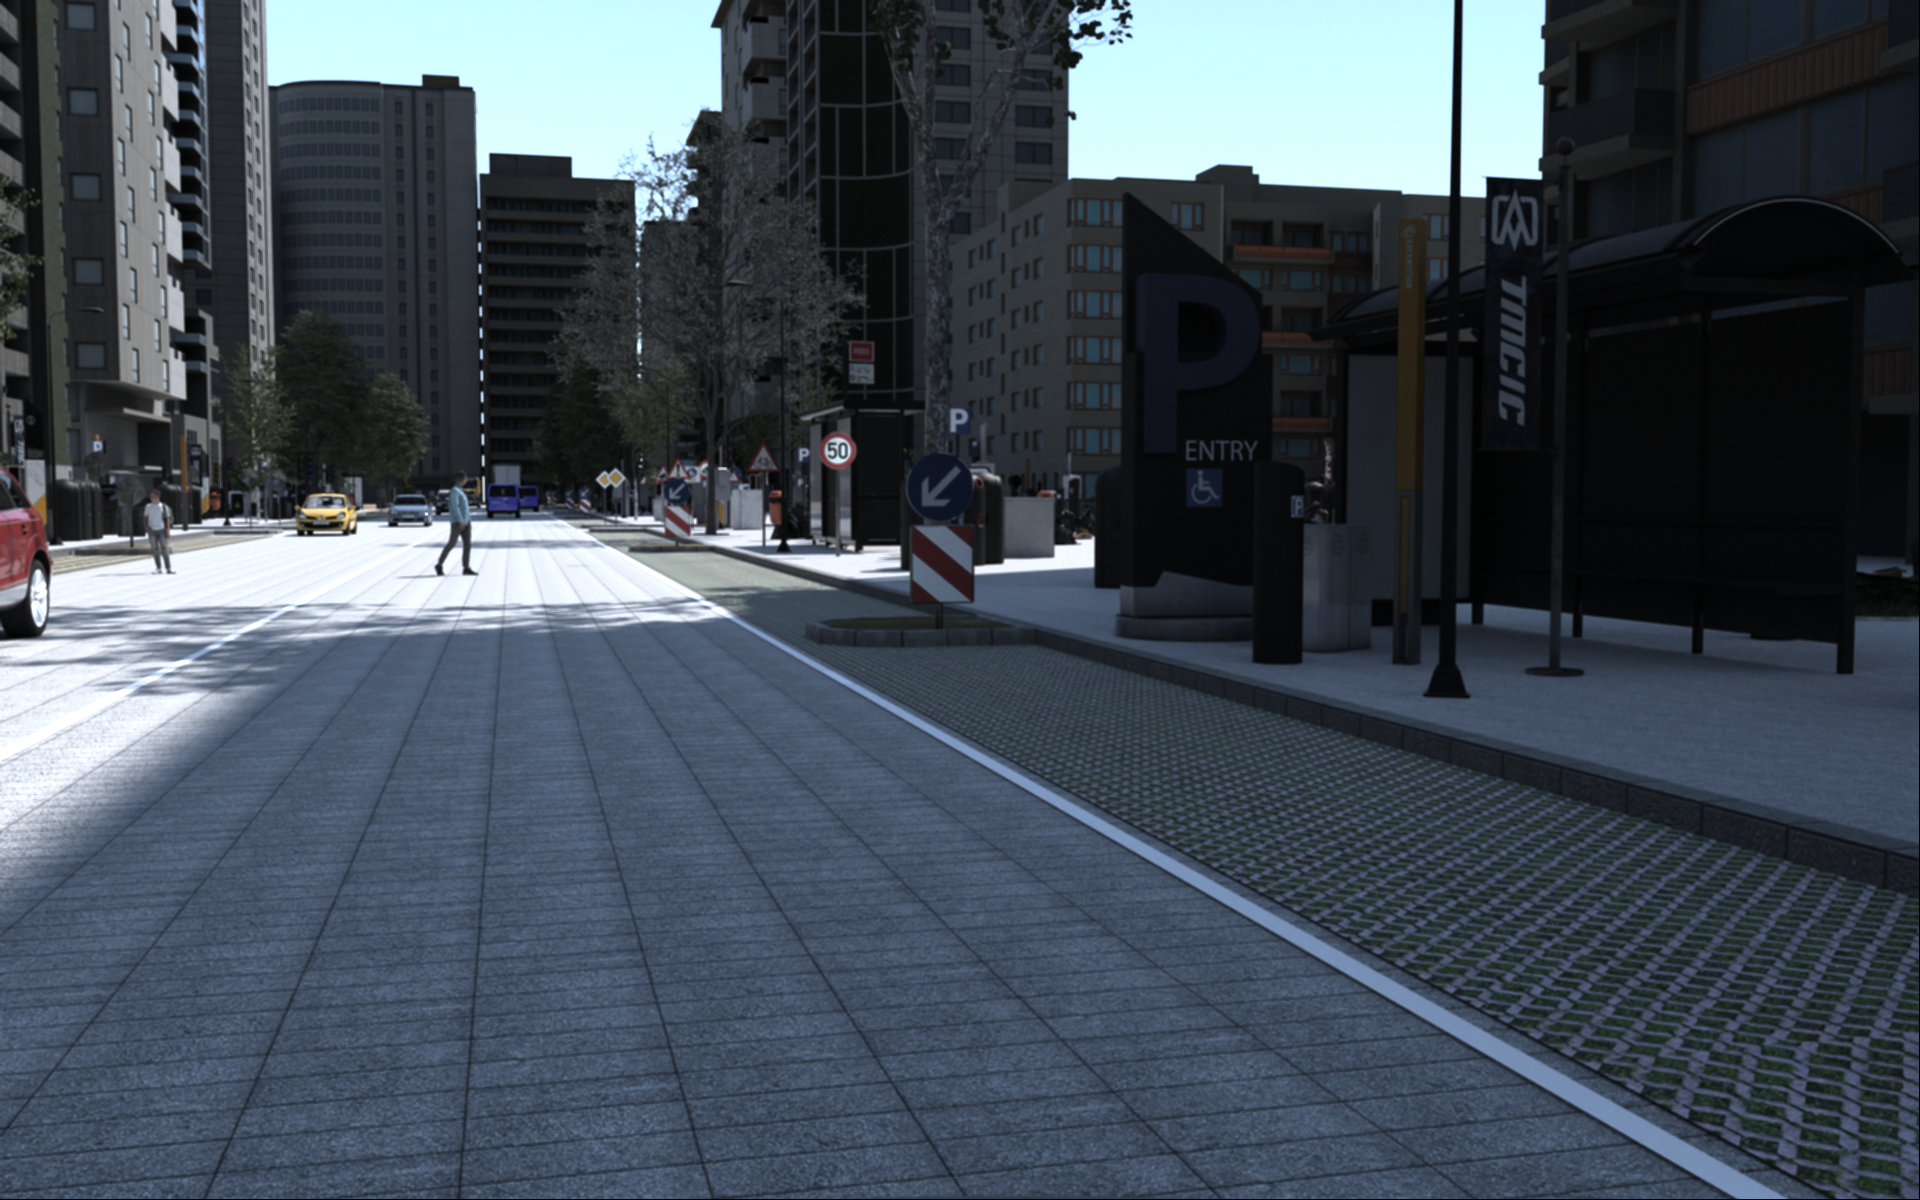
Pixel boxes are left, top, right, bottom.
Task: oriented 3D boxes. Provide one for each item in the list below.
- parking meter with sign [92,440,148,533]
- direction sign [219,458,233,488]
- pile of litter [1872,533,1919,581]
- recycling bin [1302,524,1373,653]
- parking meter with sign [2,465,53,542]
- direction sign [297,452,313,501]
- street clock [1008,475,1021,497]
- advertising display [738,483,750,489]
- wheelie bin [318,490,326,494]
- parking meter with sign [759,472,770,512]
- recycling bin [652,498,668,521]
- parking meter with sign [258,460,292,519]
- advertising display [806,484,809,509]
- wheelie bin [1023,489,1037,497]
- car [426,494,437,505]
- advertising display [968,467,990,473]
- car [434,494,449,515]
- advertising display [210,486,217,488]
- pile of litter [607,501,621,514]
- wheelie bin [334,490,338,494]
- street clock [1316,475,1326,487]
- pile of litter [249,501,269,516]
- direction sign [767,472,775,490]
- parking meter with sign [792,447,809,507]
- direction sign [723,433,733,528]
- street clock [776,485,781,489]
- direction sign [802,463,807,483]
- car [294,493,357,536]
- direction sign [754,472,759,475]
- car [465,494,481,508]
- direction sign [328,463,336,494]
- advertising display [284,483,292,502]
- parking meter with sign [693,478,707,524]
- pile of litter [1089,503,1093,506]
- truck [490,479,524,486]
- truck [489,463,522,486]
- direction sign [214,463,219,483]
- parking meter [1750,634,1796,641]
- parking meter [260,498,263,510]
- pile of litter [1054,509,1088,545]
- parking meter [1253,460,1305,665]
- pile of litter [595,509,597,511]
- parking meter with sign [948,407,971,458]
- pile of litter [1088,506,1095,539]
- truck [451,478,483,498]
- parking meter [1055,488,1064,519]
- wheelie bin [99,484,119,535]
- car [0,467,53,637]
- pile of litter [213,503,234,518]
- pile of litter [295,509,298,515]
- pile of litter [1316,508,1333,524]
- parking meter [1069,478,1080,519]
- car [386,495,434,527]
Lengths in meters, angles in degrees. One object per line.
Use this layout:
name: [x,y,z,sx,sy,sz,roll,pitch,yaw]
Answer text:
parking meter with sign: [-27.484,-3.705,56.845,0.543,3.016,1.738,2,4,27]
direction sign: [-45.838,-7.131,108.585,0.876,3.537,0.379,2,4,34]
pile of litter: [12.589,-0.548,22.933,1.719,0.858,1.176,0,4,-5]
recycling bin: [2.934,-0.113,14.399,0.722,1.027,0.722,-3,5,-43]
parking meter with sign: [-25.083,-3.037,45.912,1.738,3.016,0.543,-1,4,-22]
direction sign: [-35.687,-6.267,94.465,0.379,3.537,0.876,3,5,39]
street clock: [2.061,-3.708,65.193,0.471,2.002,0.358,-3,4,-36]
advertising display: [-12.557,-5.903,101.721,0.974,1.923,0.123,0,4,7]
wheelie bin: [-49.986,-7.810,135.598,0.980,1.594,0.693,0,4,3]
parking meter with sign: [-14.255,-7.995,126.978,0.543,3.016,1.738,2,4,25]
recycling bin: [-14.192,-4.281,82.545,0.722,1.027,0.722,-1,4,-18]
parking meter with sign: [-35.014,-5.651,88.661,1.738,3.016,0.543,1,4,21]
advertising display: [-10.110,-6.439,110.497,0.974,1.923,0.123,1,4,14]
wheelie bin: [4.002,-5.568,98.947,0.693,1.594,0.980,3,5,43]
car: [-62.297,-11.941,205.025,2.009,1.686,4.222,-1,4,-14]
advertising display: [0.214,-2.172,40.731,0.974,1.923,0.123,0,4,-2]
car: [-35.474,-6.756,120.247,2.009,1.686,4.222,-1,4,-14]
advertising display: [-58.912,-8.049,136.817,0.123,1.923,0.974,0,4,2]
pile of litter: [-22.179,-6.035,112.634,1.719,0.858,1.176,1,4,21]
wheelie bin: [-43.772,-6.992,122.233,0.693,1.594,0.980,2,4,34]
street clock: [13.637,-3.713,65.285,0.358,2.002,0.471,-1,4,-16]
pile of litter: [-41.362,-5.390,102.087,1.176,0.858,1.719,0,4,-4]
direction sign: [-15.187,-8.996,139.087,0.379,3.537,0.876,3,4,38]
parking meter with sign: [-6.066,-4.245,65.667,0.543,3.016,1.738,-1,4,-15]
direction sign: [-8.706,-4.471,65.096,0.379,3.537,0.876,-2,4,-30]
street clock: [-14.156,-8.015,135.607,0.358,2.002,0.471,2,4,31]
direction sign: [-11.435,-8.095,124.345,0.876,3.537,0.379,1,4,8]
car: [-22.175,-3.085,60.671,2.015,1.641,3.980,-1,4,-14]
direction sign: [-12.191,-6.839,103.816,0.379,3.537,0.876,-2,4,-28]
car: [-50.999,-10.329,180.670,2.131,1.459,4.920,-1,4,-13]
direction sign: [-41.756,-7.532,115.142,0.876,3.537,0.379,3,4,39]
advertising display: [-38.453,-5.698,98.377,0.974,1.923,0.123,0,4,0]
parking meter with sign: [-10.795,-4.762,74.114,0.543,3.016,1.738,1,4,11]
pile of litter: [6.046,-4.073,80.566,1.719,0.858,1.176,0,4,-6]
truck: [-47.005,-11.218,179.335,3.469,3.379,9.791,-1,4,-13]
truck: [-42.470,-10.588,162.030,2.839,4.237,11.283,-1,4,-16]
direction sign: [-53.534,-8.158,125.381,0.876,3.537,0.379,0,4,-6]
parking meter: [7.201,-0.421,15.288,0.372,1.533,0.369,0,3,0]
parking meter: [-55.618,-8.082,137.846,0.399,1.863,0.255,1,4,10]
pile of litter: [2.193,-1.839,44.040,1.719,0.858,1.176,2,4,23]
parking meter: [2.421,-0.291,13.162,0.372,1.533,0.369,0,3,0]
pile of litter: [-27.355,-7.258,132.626,1.176,0.858,1.719,2,4,33]
parking meter with sign: [-0.379,-2.397,35.459,0.543,3.016,1.738,-2,4,-24]
pile of litter: [3.334,-2.176,49.544,1.176,0.858,1.719,2,4,33]
truck: [-57.967,-12.737,204.166,3.469,3.379,9.791,-1,4,-14]
parking meter: [3.893,-3.626,67.703,0.372,1.533,0.369,0,3,0]
wheelie bin: [-26.841,-2.851,54.529,0.980,1.594,0.693,-2,4,-34]
car: [-9.887,-0.431,15.723,2.281,1.827,5.304,-1,4,-13]
pile of litter: [-39.829,-4.856,93.357,1.176,0.858,1.719,1,4,18]
pile of litter: [-42.027,-5.725,107.563,1.719,0.858,1.176,1,4,20]
pile of litter: [10.854,-2.349,52.374,1.719,0.858,1.176,1,4,17]
parking meter: [4.254,-3.601,64.591,0.255,1.863,0.399,-2,4,-33]
car: [-24.574,-4.004,77.465,2.014,1.417,4.499,-1,4,-15]
